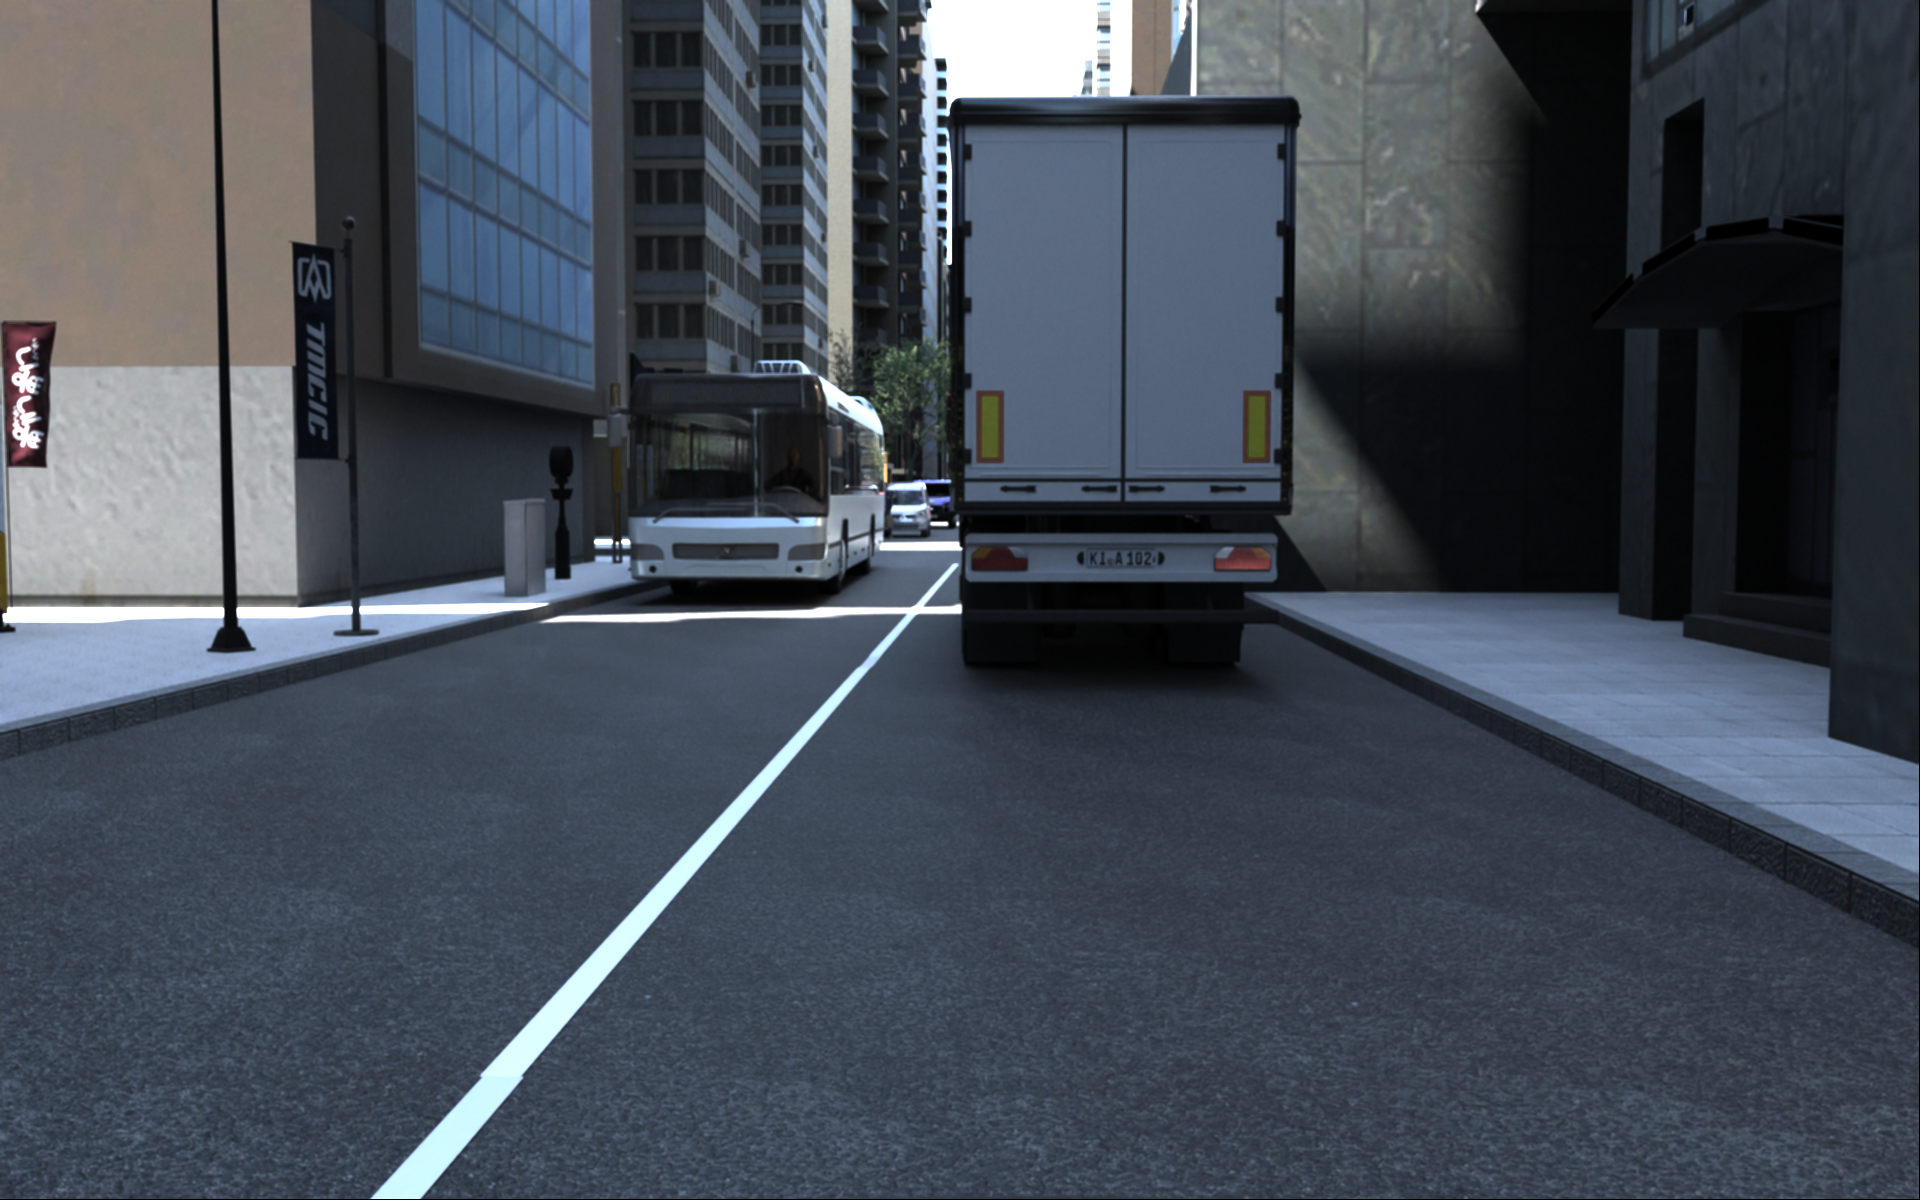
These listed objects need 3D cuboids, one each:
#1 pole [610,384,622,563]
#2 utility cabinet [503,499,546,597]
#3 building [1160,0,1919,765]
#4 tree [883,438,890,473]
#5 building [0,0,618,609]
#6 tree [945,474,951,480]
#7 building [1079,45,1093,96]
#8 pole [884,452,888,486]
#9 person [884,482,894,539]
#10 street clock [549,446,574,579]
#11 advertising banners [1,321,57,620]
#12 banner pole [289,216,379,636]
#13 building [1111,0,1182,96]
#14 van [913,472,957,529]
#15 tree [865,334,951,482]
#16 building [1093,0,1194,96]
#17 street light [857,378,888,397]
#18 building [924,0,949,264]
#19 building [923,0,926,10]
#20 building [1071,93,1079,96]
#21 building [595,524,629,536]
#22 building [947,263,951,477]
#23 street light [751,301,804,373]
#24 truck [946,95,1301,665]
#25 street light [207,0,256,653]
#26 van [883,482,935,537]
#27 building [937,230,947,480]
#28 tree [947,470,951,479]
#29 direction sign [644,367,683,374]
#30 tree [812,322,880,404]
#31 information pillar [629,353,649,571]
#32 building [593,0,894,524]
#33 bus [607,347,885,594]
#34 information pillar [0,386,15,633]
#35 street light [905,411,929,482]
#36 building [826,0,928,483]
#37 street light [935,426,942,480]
[{"bbox_3d":[-6.369,-2.339,32.089,0.158,3.312,0.155,0,3,0],"label":"pole"},{"bbox_3d":[-5.551,-0.668,22.081,0.306,1.237,1.020,0,4,0],"label":"utility cabinet"},{"bbox_3d":[14.019,-42.935,14.664,22.319,86.520,31.000,0,4,2],"label":"building"},{"bbox_3d":[-4.872,-5.855,79.443,4.285,4.588,4.351,0,3,0],"label":"tree"},{"bbox_3d":[-13.871,-22.949,25.320,14.200,45.320,14.600,0,4,2],"label":"building"},{"bbox_3d":[-0.883,-10.446,165.399,1.663,3.219,1.824,0,3,0],"label":"tree"},{"bbox_3d":[23.265,-33.972,175.055,23.786,49.044,30.456,0,4,2],"label":"building"},{"bbox_3d":[-3.607,-5.521,84.114,0.158,3.312,0.155,0,3,0],"label":"pole"},{"bbox_3d":[-2.362,-2.848,55.047,0.794,1.824,0.713,2,4,35],"label":"person"},{"bbox_3d":[-6.011,-1.321,26.161,0.358,2.002,0.471,0,4,5],"label":"street clock"},{"bbox_3d":[-10.183,-1.304,17.513,2.074,3.025,0.090,0,4,-6],"label":"advertising banners"},{"bbox_3d":[-5.625,-1.559,15.514,0.401,3.779,0.863,2,4,28],"label":"banner pole"},{"bbox_3d":[13.397,-25.675,69.900,14.600,45.320,14.200,0,4,2],"label":"building"},{"bbox_3d":[-1.121,-4.217,73.324,2.240,2.365,5.245,0,4,2],"label":"van"},{"bbox_3d":[-3.180,-11.431,112.644,9.928,11.665,9.643,0,3,0],"label":"tree"},{"bbox_3d":[16.444,-26.930,123.893,14.154,41.232,14.086,0,4,2],"label":"building"},{"bbox_3d":[-3.569,-5.929,69.480,1.470,5.913,1.316,0,4,2],"label":"street light"},{"bbox_3d":[-11.136,-56.145,230.644,22.319,86.520,31.000,0,4,2],"label":"building"},{"bbox_3d":[-9.819,-30.759,153.025,14.600,45.320,14.200,0,4,2],"label":"building"},{"bbox_3d":[24.542,-43.972,260.939,21.231,58.520,28.212,0,4,2],"label":"building"},{"bbox_3d":[-19.733,-22.329,56.963,32.217,40.220,23.993,0,4,2],"label":"building"},{"bbox_3d":[-7.671,-26.746,208.993,14.160,30.474,14.107,0,4,2],"label":"building"},{"bbox_3d":[-4.463,-4.240,41.859,1.470,5.913,1.316,0,4,2],"label":"street light"},{"bbox_3d":[1.199,-1.768,17.826,2.839,4.237,11.283,0,4,0],"label":"truck"},{"bbox_3d":[-5.422,-2.534,13.968,1.470,5.913,1.316,0,4,2],"label":"street light"},{"bbox_3d":[-1.852,-3.161,58.688,2.013,2.044,4.112,0,4,1],"label":"van"},{"bbox_3d":[-9.023,-25.127,182.526,14.160,30.474,14.107,0,4,2],"label":"building"},{"bbox_3d":[0.027,-12.773,192.544,4.285,4.588,4.351,0,3,0],"label":"tree"},{"bbox_3d":[-5.400,-2.396,31.169,0.876,3.537,0.379,-2,4,-26],"label":"direction sign"},{"bbox_3d":[-5.169,-7.583,74.350,4.360,8.622,3.978,0,3,0],"label":"tree"},{"bbox_3d":[-5.328,-2.303,29.004,0.183,3.616,0.504,2,4,32],"label":"information pillar"},{"bbox_3d":[-20.098,-24.581,93.773,32.217,40.220,23.993,0,4,2],"label":"building"},{"bbox_3d":[-2.882,-2.006,27.659,2.948,3.499,13.247,0,4,1],"label":"bus"},{"bbox_3d":[-8.997,-1.497,15.838,0.183,3.616,0.504,2,4,30],"label":"information pillar"},{"bbox_3d":[-2.514,-7.629,97.274,1.470,5.913,1.316,0,4,2],"label":"street light"},{"bbox_3d":[-13.925,-29.177,131.675,22.147,44.769,28.867,0,4,2],"label":"building"},{"bbox_3d":[-1.948,-8.954,118.945,1.470,5.913,1.316,0,4,2],"label":"street light"}]
